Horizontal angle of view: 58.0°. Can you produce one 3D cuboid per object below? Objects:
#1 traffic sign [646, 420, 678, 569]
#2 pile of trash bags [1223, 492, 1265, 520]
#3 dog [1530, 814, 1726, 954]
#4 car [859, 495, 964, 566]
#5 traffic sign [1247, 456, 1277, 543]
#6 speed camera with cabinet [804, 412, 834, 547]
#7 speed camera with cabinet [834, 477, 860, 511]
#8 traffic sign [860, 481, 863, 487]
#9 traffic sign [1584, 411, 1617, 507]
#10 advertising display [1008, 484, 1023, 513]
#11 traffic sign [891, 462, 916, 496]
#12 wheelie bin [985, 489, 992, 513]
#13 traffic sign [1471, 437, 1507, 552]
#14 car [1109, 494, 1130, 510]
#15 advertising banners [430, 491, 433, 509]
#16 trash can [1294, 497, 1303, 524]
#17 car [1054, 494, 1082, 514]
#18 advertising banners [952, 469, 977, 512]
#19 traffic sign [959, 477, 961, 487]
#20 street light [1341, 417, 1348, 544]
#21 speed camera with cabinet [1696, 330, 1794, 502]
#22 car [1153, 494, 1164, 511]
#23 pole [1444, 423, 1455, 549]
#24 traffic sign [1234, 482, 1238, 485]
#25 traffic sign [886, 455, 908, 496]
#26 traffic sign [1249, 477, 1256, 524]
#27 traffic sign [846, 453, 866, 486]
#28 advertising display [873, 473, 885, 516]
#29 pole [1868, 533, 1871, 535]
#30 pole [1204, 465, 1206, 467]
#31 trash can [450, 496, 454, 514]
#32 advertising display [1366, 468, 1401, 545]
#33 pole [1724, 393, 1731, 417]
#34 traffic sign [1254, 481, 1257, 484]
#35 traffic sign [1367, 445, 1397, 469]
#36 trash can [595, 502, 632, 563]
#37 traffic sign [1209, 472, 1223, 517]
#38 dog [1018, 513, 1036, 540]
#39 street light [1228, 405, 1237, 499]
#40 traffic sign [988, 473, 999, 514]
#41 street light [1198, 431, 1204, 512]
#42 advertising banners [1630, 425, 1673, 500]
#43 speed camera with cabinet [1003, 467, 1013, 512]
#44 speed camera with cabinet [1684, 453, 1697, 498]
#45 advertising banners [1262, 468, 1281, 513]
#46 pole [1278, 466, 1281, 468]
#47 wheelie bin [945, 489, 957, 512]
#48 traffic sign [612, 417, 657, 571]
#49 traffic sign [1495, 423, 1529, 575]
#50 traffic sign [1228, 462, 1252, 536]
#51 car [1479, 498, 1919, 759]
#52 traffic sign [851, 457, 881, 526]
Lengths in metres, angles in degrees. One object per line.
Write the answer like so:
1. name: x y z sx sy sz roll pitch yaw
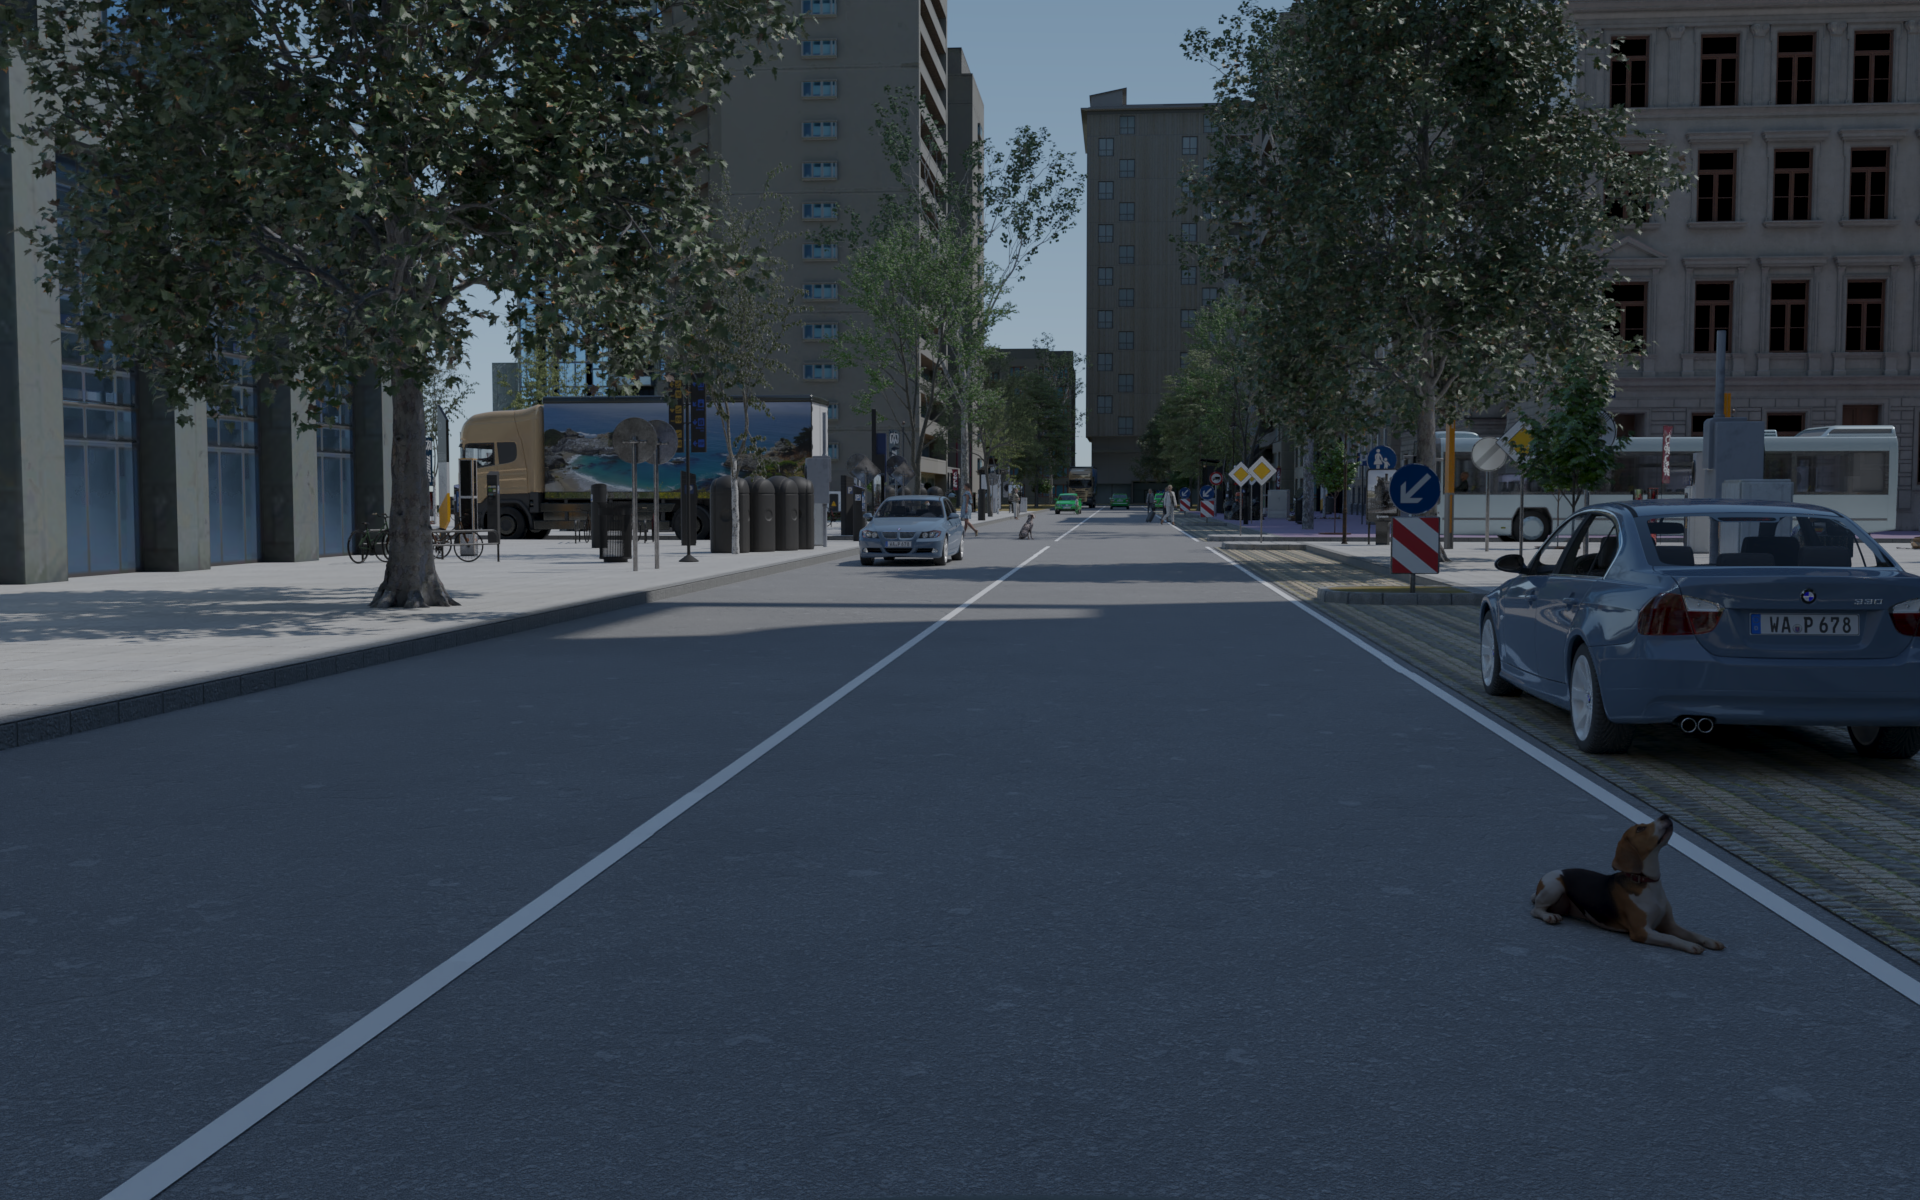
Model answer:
1. traffic sign: -5.198 -1.806 29.636 0.768 2.556 0.104 1 4 10
2. pile of trash bags: 14.221 -4.745 87.329 1.912 1.369 3.447 0 4 2
3. dog: 2.195 0.882 5.767 0.550 0.427 0.748 1 4 12
4. car: -0.950 -1.484 36.269 2.014 1.417 4.499 0 4 7
5. traffic sign: 7.884 -2.547 45.294 0.795 2.450 0.064 0 4 5
6. speed camera with cabinet: -3.571 -2.953 42.614 0.660 3.252 2.038 -1 4 -9
7. speed camera with cabinet: -7.236 -6.939 107.787 2.038 3.252 0.660 1 4 18
8. traffic sign: -3.411 -3.658 59.907 0.768 2.556 0.104 1 4 14
9. traffic sign: 9.093 -1.530 25.118 0.768 2.556 0.104 1 4 10
10. advertising display: 4.243 -7.598 129.433 0.974 1.923 0.123 -2 4 -28
11. traffic sign: -1.767 -3.094 54.236 0.795 2.450 0.064 0 4 5
12. wheelie bin: 1.701 -6.548 114.965 0.980 1.594 0.693 2 4 35
13. traffic sign: 11.768 -2.355 38.603 0.768 2.556 0.104 1 4 10
14. car: 14.866 -9.321 161.198 1.959 1.807 4.718 0 4 5
15. advertising banners: -30.824 -6.392 100.691 2.074 3.025 0.090 -1 4 -17
16. trash can: 14.518 -3.775 73.374 0.748 1.137 0.748 0 3 0
17. car: 7.735 -7.030 123.744 1.959 1.807 4.718 0 4 6
18. advertising banners: 0.301 -7.643 121.148 2.074 3.025 0.090 -2 4 -32
19. traffic sign: 0.244 -6.333 105.672 0.606 2.300 0.079 0 4 6
20. street light: 9.864 -4.372 44.268 0.468 5.910 1.993 0 4 5
21. speed camera with cabinet: 9.249 -1.591 20.342 0.660 3.252 2.038 1 4 12
22. car: 17.070 -8.387 145.925 1.959 1.807 4.718 0 4 6
23. pole: 11.374 -2.837 40.225 0.158 3.312 0.155 0 3 0
24. traffic sign: 16.179 -6.082 99.452 0.884 2.594 0.081 1 4 12
25. traffic sign: -2.086 -3.462 56.712 0.768 2.556 0.104 1 4 13
26. traffic sign: 12.639 -4.518 75.056 0.795 2.450 0.064 1 4 14
27. traffic sign: -3.201 -3.316 54.318 0.768 2.556 0.104 1 4 13
28. advertising display: -2.518 -2.968 53.742 0.123 1.923 0.974 -1 4 -17
29. pole: 27.933 -3.634 53.257 0.158 3.312 0.155 0 3 0
30. pole: 17.405 -7.904 123.078 0.158 3.312 0.155 0 3 0
31. trash can: -31.486 -5.883 107.833 0.748 1.137 0.748 0 3 0
32. advertising display: 10.658 -2.349 43.626 0.123 1.923 0.974 -3 5 -40
33. pole: 15.465 -2.522 35.085 0.158 3.312 0.155 0 3 0
34. traffic sign: 13.214 -4.729 78.498 0.795 2.450 0.064 1 4 12
35. traffic sign: 11.012 -2.764 45.293 0.768 2.556 0.104 1 4 8
36. trash can: -6.494 -1.283 32.631 0.748 1.137 0.748 0 3 0
37. traffic sign: 14.596 -6.030 98.690 0.768 2.556 0.104 0 4 7
38. dog: 1.983 -2.320 54.769 0.800 0.831 0.513 0 4 4
39. street light: 14.224 -7.178 90.153 0.468 5.910 1.993 0 4 5
40. traffic sign: 1.942 -6.338 103.738 0.768 2.556 0.104 1 4 13
41. street light: 17.639 -9.453 127.344 0.468 5.910 1.993 0 4 5
42. advertising banners: 17.378 -2.893 43.482 2.074 3.025 0.090 -3 5 -42
43. speed camera with cabinet: 2.803 -8.000 125.129 2.038 3.252 0.660 1 4 9
44. speed camera with cabinet: 15.942 -2.617 37.124 0.660 3.252 2.038 1 4 17
45. advertising banners: 20.756 -7.295 115.458 0.090 3.025 2.074 -2 4 -27
46. pole: 23.275 -8.109 126.420 0.158 3.312 0.155 0 3 0
47. wheelie bin: -0.633 -6.724 117.853 0.693 1.594 0.980 -3 5 -39
48. traffic sign: -5.391 -1.748 28.694 0.768 2.556 0.104 0 4 6
49. traffic sign: 8.273 -1.487 25.504 0.795 2.450 0.064 0 4 6
50. traffic sign: 8.629 -3.034 53.244 0.795 2.450 0.064 0 4 5
51. car: 4.427 0.080 10.699 2.014 1.417 4.499 0 4 6
52. traffic sign: -2.513 -2.608 46.286 0.795 2.450 0.064 0 4 5
